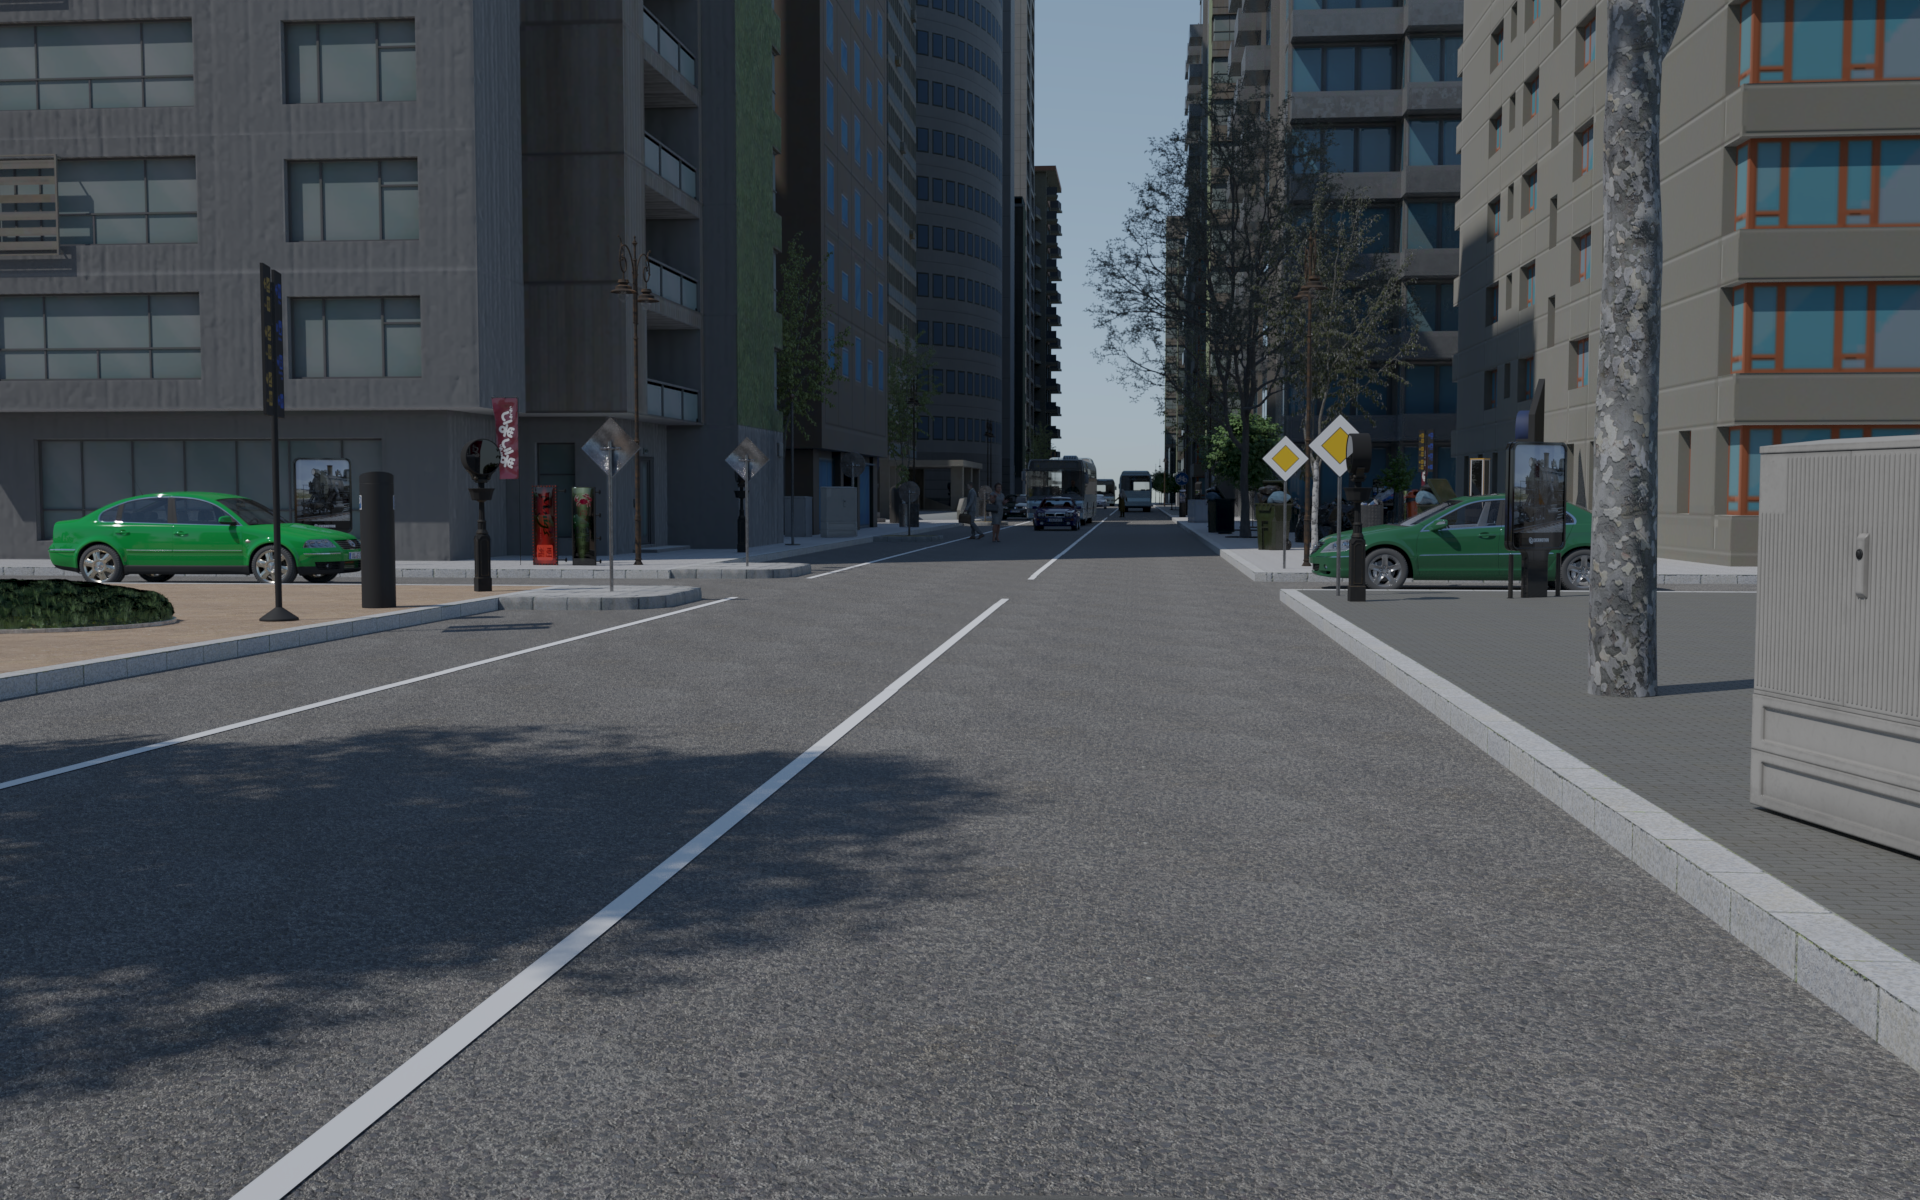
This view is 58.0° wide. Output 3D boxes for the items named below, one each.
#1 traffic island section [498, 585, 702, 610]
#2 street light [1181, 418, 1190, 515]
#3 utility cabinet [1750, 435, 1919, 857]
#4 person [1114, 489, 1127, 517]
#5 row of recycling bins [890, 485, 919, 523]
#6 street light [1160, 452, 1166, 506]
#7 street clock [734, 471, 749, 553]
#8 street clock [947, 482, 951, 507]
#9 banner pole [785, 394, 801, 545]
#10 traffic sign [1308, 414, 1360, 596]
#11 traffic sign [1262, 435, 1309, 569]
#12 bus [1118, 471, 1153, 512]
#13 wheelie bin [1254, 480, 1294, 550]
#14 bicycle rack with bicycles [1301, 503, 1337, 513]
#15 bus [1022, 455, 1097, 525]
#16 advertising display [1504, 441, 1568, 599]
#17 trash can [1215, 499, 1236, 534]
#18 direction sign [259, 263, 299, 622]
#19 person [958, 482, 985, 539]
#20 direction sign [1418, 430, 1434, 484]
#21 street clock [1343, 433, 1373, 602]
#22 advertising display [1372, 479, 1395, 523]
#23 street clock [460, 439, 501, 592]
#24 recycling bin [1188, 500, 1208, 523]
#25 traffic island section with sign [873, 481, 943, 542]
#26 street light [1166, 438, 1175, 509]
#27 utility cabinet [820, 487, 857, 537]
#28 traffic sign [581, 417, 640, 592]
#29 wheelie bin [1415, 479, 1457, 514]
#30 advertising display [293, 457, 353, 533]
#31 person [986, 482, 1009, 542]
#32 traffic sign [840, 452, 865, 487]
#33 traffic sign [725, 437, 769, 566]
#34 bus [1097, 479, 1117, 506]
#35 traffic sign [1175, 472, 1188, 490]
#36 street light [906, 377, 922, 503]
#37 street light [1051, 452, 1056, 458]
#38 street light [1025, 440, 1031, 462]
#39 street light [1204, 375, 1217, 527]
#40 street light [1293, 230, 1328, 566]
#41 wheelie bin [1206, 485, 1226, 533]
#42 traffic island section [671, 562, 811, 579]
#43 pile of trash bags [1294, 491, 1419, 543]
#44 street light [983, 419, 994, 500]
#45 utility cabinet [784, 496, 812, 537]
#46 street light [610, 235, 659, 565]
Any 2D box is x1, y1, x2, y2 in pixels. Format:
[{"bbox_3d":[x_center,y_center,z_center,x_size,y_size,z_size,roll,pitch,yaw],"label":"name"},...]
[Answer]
[{"bbox_3d":[-4.606,-0.032,22.799,2.009,0.180,2.903,0,4,6],"label":"traffic island section"},{"bbox_3d":[13.811,-8.190,106.692,0.468,5.910,1.993,0,4,6],"label":"street light"},{"bbox_3d":[3.422,0.136,6.458,0.318,1.500,1.173,0,4,-6],"label":"utility cabinet"},{"bbox_3d":[9.973,-5.992,107.198,0.721,1.736,1.217,3,5,44],"label":"person"},{"bbox_3d":[-2.533,-4.329,77.888,1.069,1.692,3.534,1,4,8],"label":"row of recycling bins"},{"bbox_3d":[21.316,-12.686,180.208,0.468,5.910,1.993,0,4,6],"label":"street light"},{"bbox_3d":[-4.787,-2.044,37.985,0.358,2.002,0.471,-1,4,-17],"label":"street clock"},{"bbox_3d":[-0.600,-6.200,105.938,0.358,2.002,0.471,1,4,21],"label":"street clock"},{"bbox_3d":[-4.221,-3.277,43.590,0.401,3.779,0.863,0,4,-6],"label":"banner pole"},{"bbox_3d":[4.762,-1.108,21.766,0.795,2.450,0.064,0,4,6],"label":"traffic sign"},{"bbox_3d":[5.572,-1.594,29.710,0.795,2.450,0.064,0,4,6],"label":"traffic sign"},{"bbox_3d":[14.442,-9.024,142.396,2.948,3.499,13.247,0,4,6],"label":"bus"},{"bbox_3d":[7.184,-1.941,39.638,0.693,1.594,0.980,-3,4,-37],"label":"wheelie bin"},{"bbox_3d":[14.253,-3.218,65.996,2.852,0.926,2.925,-2,4,-30],"label":"bicycle rack with bicycles"},{"bbox_3d":[4.911,-5.340,82.172,2.948,3.499,13.247,0,4,7],"label":"bus"},{"bbox_3d":[7.129,-0.993,21.450,0.974,1.923,0.123,-2,4,-31],"label":"advertising display"},{"bbox_3d":[8.518,-2.689,55.623,0.748,1.137,0.748,0,3,0],"label":"trash can"},{"bbox_3d":[-6.902,-1.557,17.451,0.379,3.537,0.876,-1,4,-10],"label":"direction sign"},{"bbox_3d":[0.359,-2.834,54.951,0.853,1.813,0.709,0,4,-2],"label":"person"},{"bbox_3d":[16.454,-4.232,61.188,0.379,3.537,0.876,-1,4,-20],"label":"direction sign"},{"bbox_3d":[4.743,-0.984,20.656,0.358,2.002,0.471,0,4,2],"label":"street clock"},{"bbox_3d":[17.594,-4.079,71.908,0.974,1.923,0.123,3,4,38],"label":"advertising display"},{"bbox_3d":[-6.284,-1.113,22.761,0.471,2.002,0.358,-2,4,-33],"label":"street clock"},{"bbox_3d":[10.744,-4.007,78.073,0.722,1.027,0.722,-1,4,-22],"label":"recycling bin"},{"bbox_3d":[-1.543,-2.708,52.902,1.989,1.847,2.006,0,4,6],"label":"traffic island section with sign"},{"bbox_3d":[17.580,-10.447,143.591,0.468,5.910,1.993,0,4,6],"label":"street light"},{"bbox_3d":[-3.573,-2.600,51.194,1.173,1.500,0.318,-3,5,-43],"label":"utility cabinet"},{"bbox_3d":[-4.582,-1.168,22.735,0.795,2.450,0.064,0,4,6],"label":"traffic sign"},{"bbox_3d":[9.759,-1.689,35.525,0.980,1.594,0.693,-3,4,-38],"label":"wheelie bin"},{"bbox_3d":[-11.300,-1.561,30.732,0.974,1.923,0.123,-2,4,-30],"label":"advertising display"},{"bbox_3d":[1.093,-2.620,51.690,0.716,1.782,0.532,-2,4,-33],"label":"person"},{"bbox_3d":[-3.260,-3.212,52.626,0.768,2.556,0.104,0,4,6],"label":"traffic sign"},{"bbox_3d":[-3.772,-1.654,30.679,0.795,2.450,0.064,0,4,6],"label":"traffic sign"},{"bbox_3d":[17.002,-12.791,203.990,2.948,3.499,13.247,0,4,5],"label":"bus"},{"bbox_3d":[12.980,-6.194,101.371,0.768,2.556,0.104,0,4,6],"label":"traffic sign"},{"bbox_3d":[-1.818,-5.851,68.456,0.468,5.910,1.993,0,4,6],"label":"street light"},{"bbox_3d":[10.423,-13.281,189.936,0.468,5.910,1.993,0,4,6],"label":"street light"},{"bbox_3d":[5.721,-10.496,144.397,0.468,5.910,1.993,0,4,6],"label":"street light"},{"bbox_3d":[9.718,-5.778,67.259,0.468,5.910,1.993,0,4,6],"label":"street light"},{"bbox_3d":[6.165,-3.537,30.623,0.468,5.910,1.993,0,4,6],"label":"street light"},{"bbox_3d":[8.517,-3.042,57.648,0.693,1.594,0.980,0,4,7],"label":"wheelie bin"},{"bbox_3d":[-3.796,-0.518,30.743,2.009,0.180,2.903,0,4,6],"label":"traffic island section"},{"bbox_3d":[10.656,-2.197,45.673,3.447,1.369,1.912,0,4,-5],"label":"pile of trash bags"},{"bbox_3d":[1.913,-8.223,107.226,0.468,5.910,1.993,0,4,6],"label":"street light"},{"bbox_3d":[-4.846,-2.496,51.963,0.306,1.237,1.020,-3,5,-43],"label":"utility cabinet"},{"bbox_3d":[-5.816,-3.569,31.144,0.468,5.910,1.993,0,4,6],"label":"street light"}]
